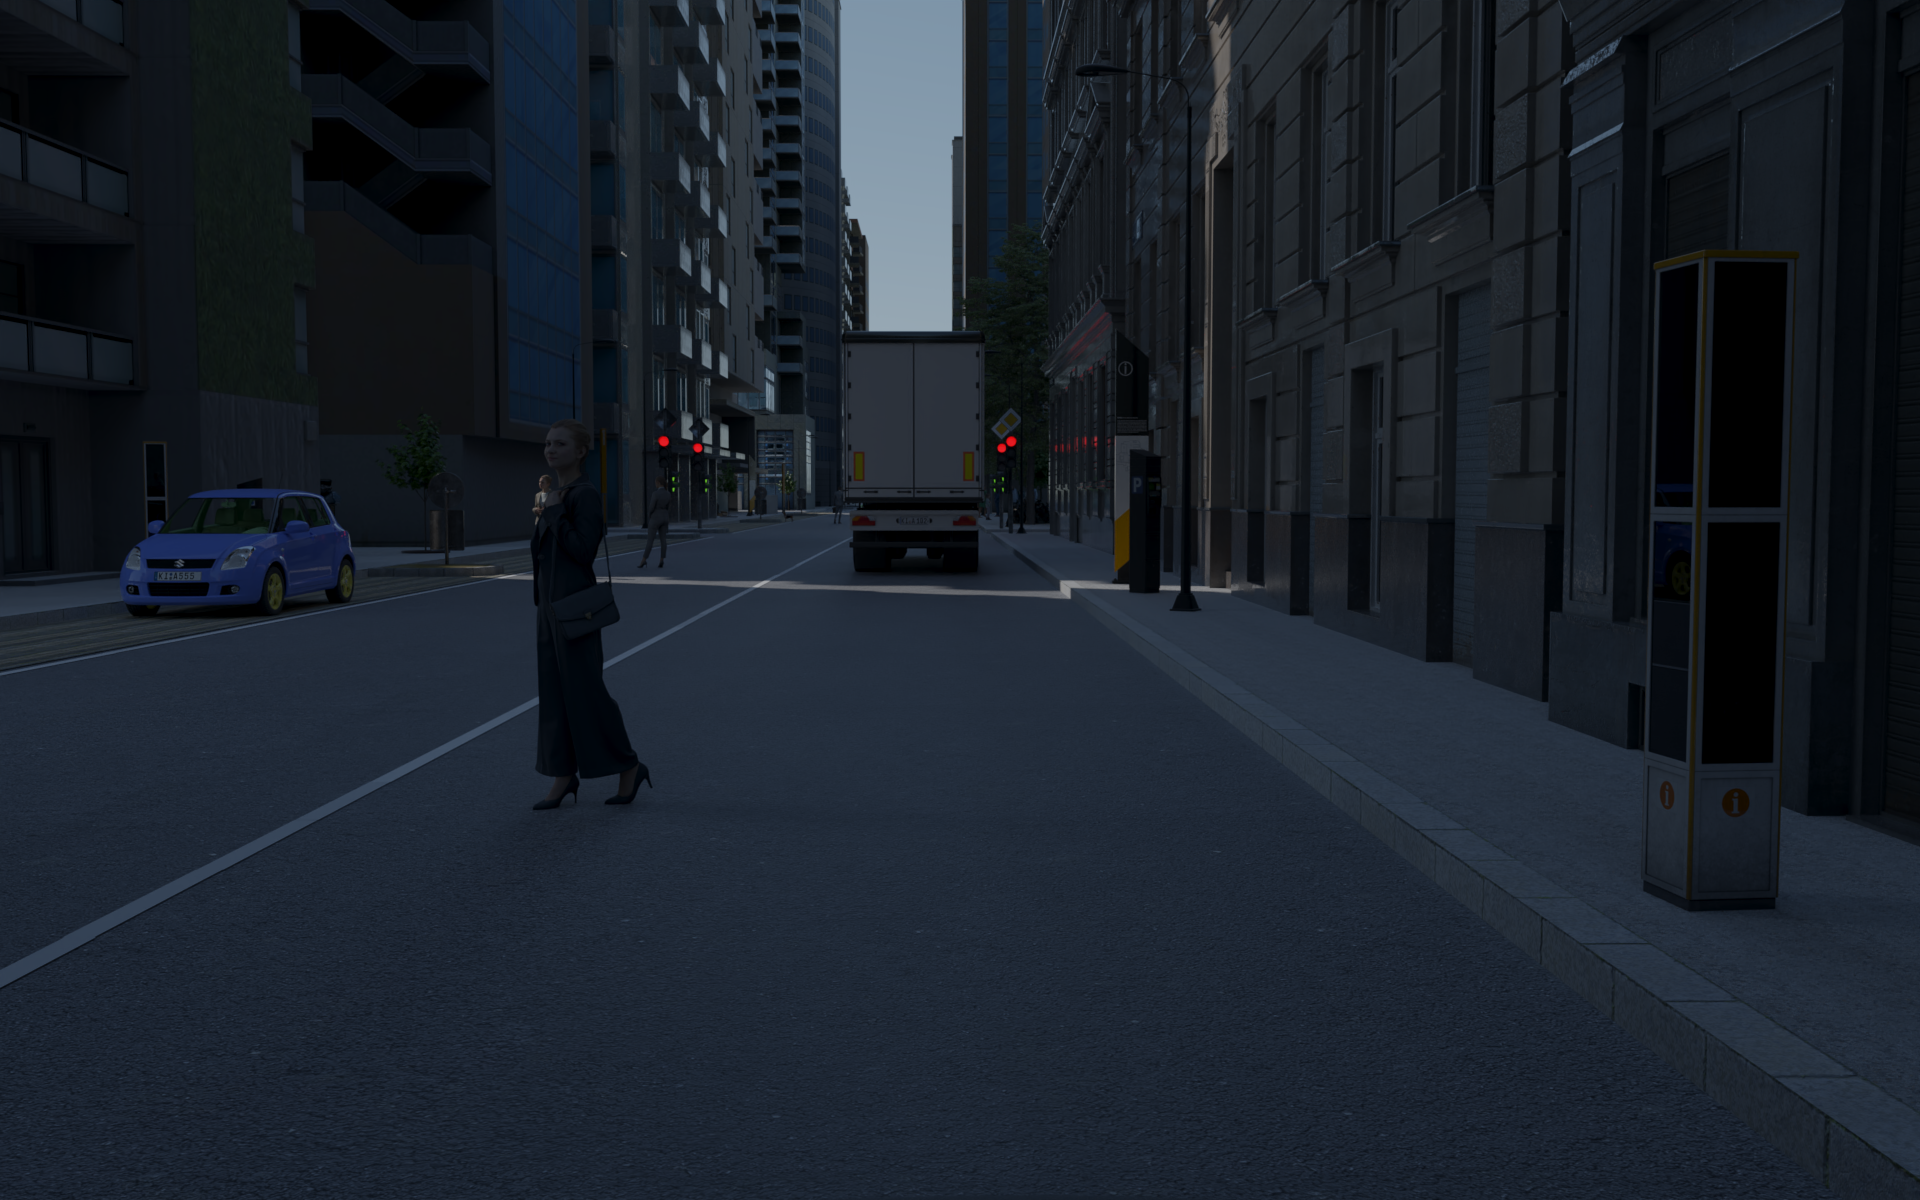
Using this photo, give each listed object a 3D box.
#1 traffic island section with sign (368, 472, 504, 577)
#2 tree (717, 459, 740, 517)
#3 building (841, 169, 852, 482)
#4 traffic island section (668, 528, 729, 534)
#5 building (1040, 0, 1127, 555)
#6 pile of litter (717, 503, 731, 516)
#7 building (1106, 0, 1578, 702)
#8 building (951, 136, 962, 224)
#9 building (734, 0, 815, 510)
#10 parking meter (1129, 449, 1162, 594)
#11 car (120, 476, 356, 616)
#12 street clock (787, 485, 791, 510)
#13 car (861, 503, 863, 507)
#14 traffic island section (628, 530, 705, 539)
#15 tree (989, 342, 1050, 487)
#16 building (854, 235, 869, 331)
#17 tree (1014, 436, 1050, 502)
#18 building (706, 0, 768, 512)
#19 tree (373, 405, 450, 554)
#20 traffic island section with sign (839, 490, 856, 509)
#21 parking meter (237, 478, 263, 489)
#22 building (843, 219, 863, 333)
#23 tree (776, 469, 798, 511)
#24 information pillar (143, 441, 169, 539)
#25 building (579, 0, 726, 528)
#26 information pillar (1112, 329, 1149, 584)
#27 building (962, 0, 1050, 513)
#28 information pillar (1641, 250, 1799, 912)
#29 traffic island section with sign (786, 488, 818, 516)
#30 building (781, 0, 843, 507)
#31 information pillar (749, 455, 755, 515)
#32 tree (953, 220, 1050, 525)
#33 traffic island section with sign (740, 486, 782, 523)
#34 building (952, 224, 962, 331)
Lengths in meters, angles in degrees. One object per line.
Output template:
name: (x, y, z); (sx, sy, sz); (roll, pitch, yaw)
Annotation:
traffic island section with sign: (-9.209, -1.351, 30.714); (1.989, 1.847, 2.006); (0, 4, -1)
tree: (-12.728, -6.195, 95.894); (1.663, 3.219, 1.824); (0, 3, 0)
building: (-26.354, -37.772, 237.182); (23.786, 49.044, 30.456); (0, 4, -1)
traffic island section: (-9.677, -2.567, 64.254); (2.009, 0.180, 2.903); (0, 4, -1)
building: (8.033, -12.808, 45.561); (11.583, 22.565, 21.152); (0, 4, -1)
pile of litter: (-14.067, -5.326, 101.046); (1.719, 0.858, 1.176); (-2, 4, -35)
building: (9.054, -13.746, 22.011); (12.463, 27.353, 25.104); (0, 4, -1)
building: (9.147, -45.396, 284.225); (21.231, 58.520, 28.212); (0, 4, -1)
building: (-23.849, -51.402, 153.095); (22.319, 86.520, 31.000); (0, 4, -1)
parking meter: (2.401, -1.023, 22.442); (0.255, 1.863, 0.399); (-2, 4, -34)
car: (-8.837, -0.719, 21.342); (1.945, 1.707, 3.694); (0, 4, 0)
street clock: (-13.577, -8.114, 137.241); (0.471, 2.002, 0.358); (-3, 4, -36)
car: (-7.033, -7.790, 136.158); (1.959, 1.807, 4.718); (0, 4, -2)
traffic island section: (-9.565, -2.079, 56.270); (2.009, 0.180, 2.903); (0, 4, -1)
tree: (3.141, -8.027, 81.605); (4.737, 8.622, 4.395); (0, 3, 0)
building: (-22.352, -39.109, 289.542); (14.600, 45.320, 14.200); (0, 4, -1)
tree: (3.950, -6.288, 86.516); (4.285, 4.588, 4.351); (0, 3, 0)
building: (-27.500, -32.108, 114.201); (28.713, 52.752, 27.495); (0, 4, -1)
tree: (-11.614, -2.640, 37.759); (1.663, 3.219, 1.824); (0, 3, 0)
traffic island section with sign: (-11.077, -9.472, 163.502); (1.989, 1.847, 2.006); (0, 4, -1)
parking meter: (-10.889, -1.112, 26.592); (0.372, 1.533, 0.369); (0, 3, 0)
building: (-26.250, -37.450, 266.923); (22.147, 44.769, 28.867); (0, 4, -1)
tree: (-13.229, -8.425, 132.347); (1.663, 3.219, 1.824); (0, 3, 0)
information pillar: (-11.299, -1.215, 24.363); (0.304, 2.012, 0.304); (-2, 4, -24)
building: (-22.619, -28.004, 77.472); (23.786, 49.044, 30.456); (0, 4, -1)
information pillar: (2.432, -2.038, 24.679); (0.504, 3.616, 0.183); (0, 4, 2)
building: (7.165, -28.937, 123.225); (14.600, 45.320, 14.200); (0, 4, -1)
information pillar: (2.364, -0.056, 5.414); (0.304, 2.012, 0.304); (0, 4, -6)
traffic island section with sign: (-10.390, -6.451, 114.109); (1.989, 1.847, 2.006); (0, 4, -1)
building: (-23.815, -39.236, 183.504); (21.231, 58.520, 28.212); (0, 4, -1)
information pillar: (-12.520, -6.904, 104.230); (0.183, 3.616, 0.504); (3, 4, 38)
tree: (3.370, -9.431, 72.320); (7.486, 12.596, 7.792); (0, 3, 0)
traffic island section with sign: (-10.000, -4.803, 87.157); (1.989, 1.847, 2.006); (0, 4, -1)
building: (5.816, -35.474, 263.595); (14.154, 41.232, 14.086); (0, 4, -1)
